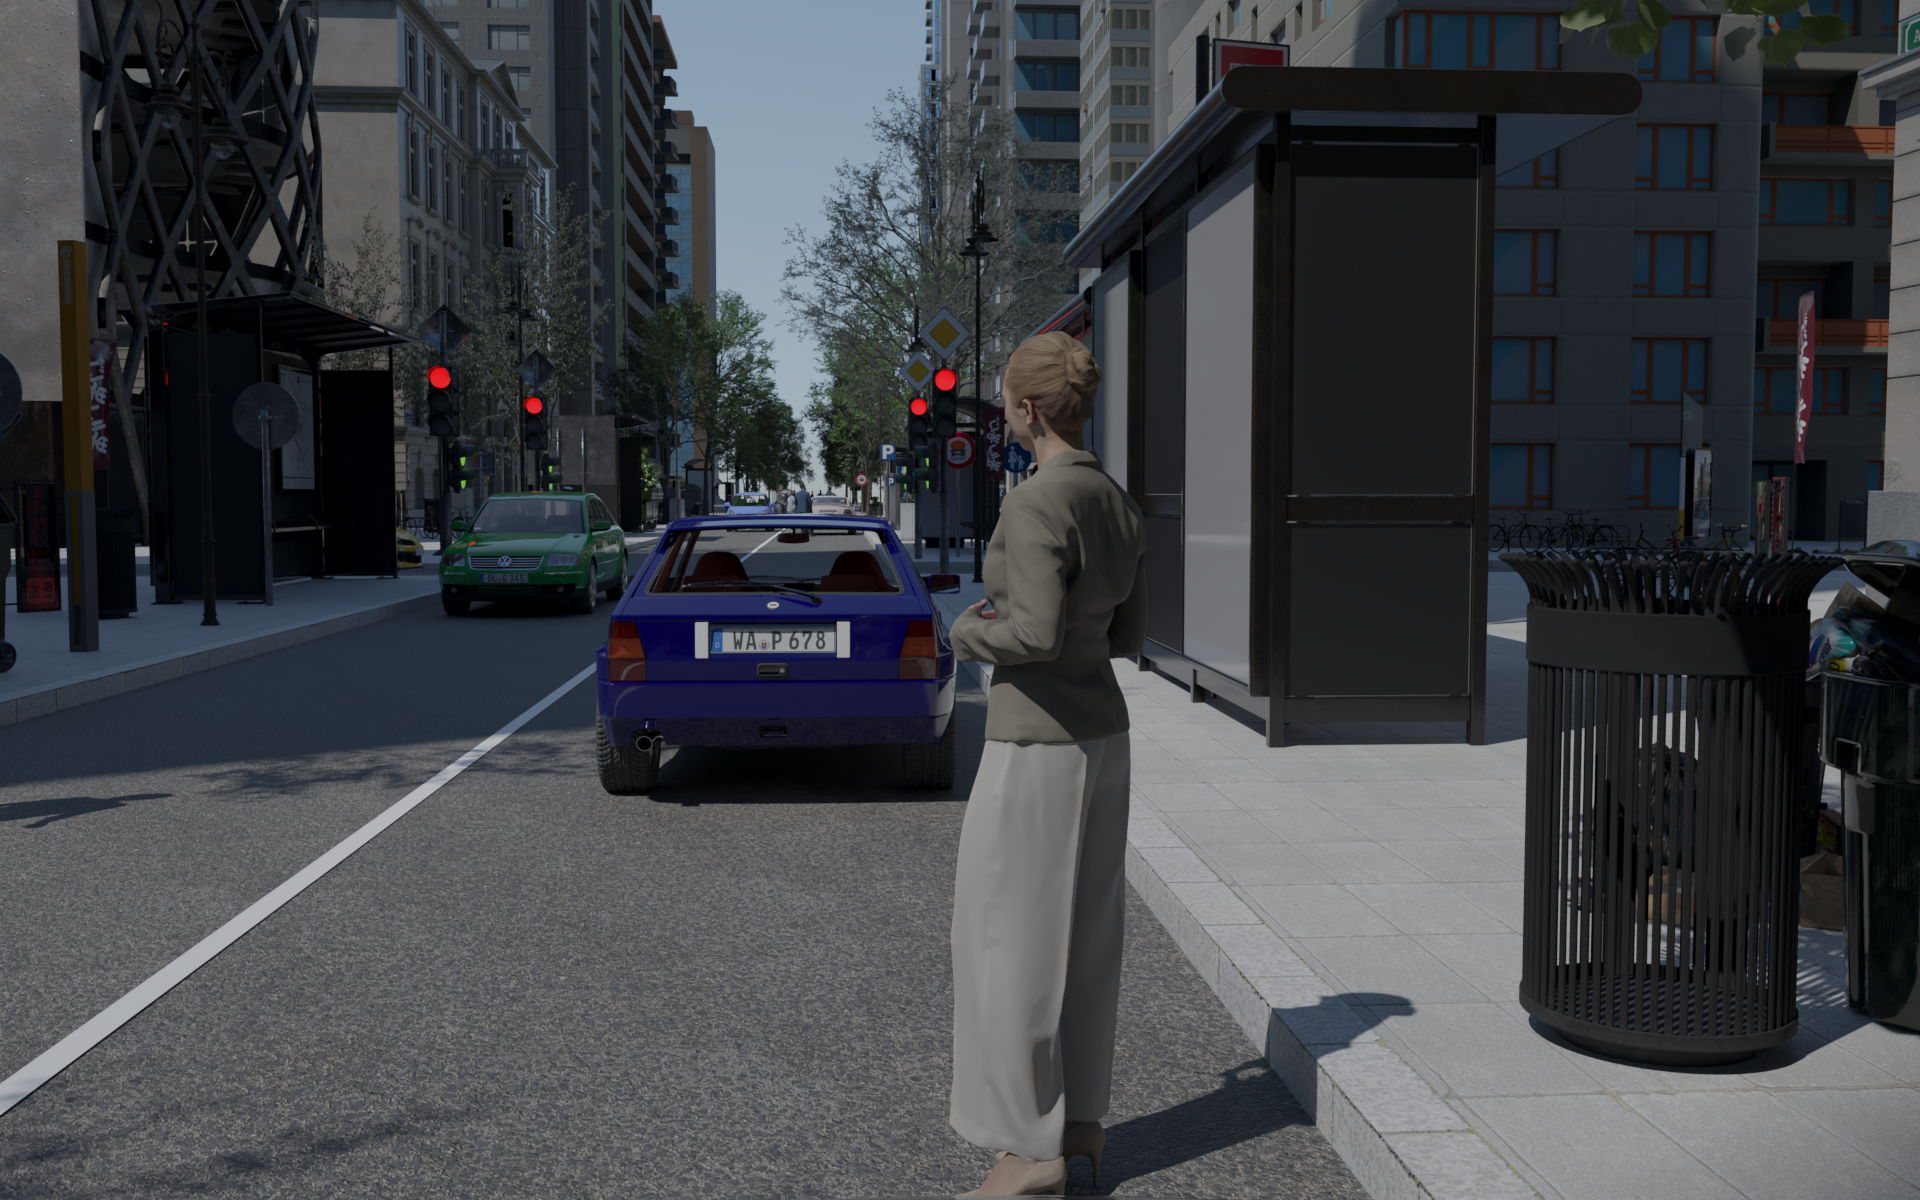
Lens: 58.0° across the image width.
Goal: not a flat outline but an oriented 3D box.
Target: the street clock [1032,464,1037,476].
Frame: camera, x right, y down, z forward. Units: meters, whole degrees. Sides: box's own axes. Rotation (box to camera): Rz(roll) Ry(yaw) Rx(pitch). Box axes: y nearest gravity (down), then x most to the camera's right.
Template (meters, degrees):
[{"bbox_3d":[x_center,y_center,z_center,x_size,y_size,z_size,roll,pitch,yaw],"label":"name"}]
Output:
[{"bbox_3d":[1.964,-2.291,42.027,0.358,2.002,0.471,-2,4,-32],"label":"street clock"}]

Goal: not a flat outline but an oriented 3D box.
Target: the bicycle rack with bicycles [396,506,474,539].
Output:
[{"bbox_3d":[-14.901,-2.242,50.045,2.852,0.926,2.925,-3,5,-43],"label":"bicycle rack with bicycles"}]

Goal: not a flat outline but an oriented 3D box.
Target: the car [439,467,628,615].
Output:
[{"bbox_3d":[-5.338,-0.810,22.035,1.959,1.807,4.718,0,4,-3],"label":"car"}]

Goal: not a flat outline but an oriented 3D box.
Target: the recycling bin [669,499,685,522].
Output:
[{"bbox_3d":[-14.534,-4.675,88.995,0.722,1.027,0.722,-1,4,-9],"label":"recycling bin"}]

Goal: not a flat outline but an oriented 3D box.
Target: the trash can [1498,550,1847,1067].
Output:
[{"bbox_3d":[1.642,0.464,4.063,0.748,1.137,0.748,0,3,0],"label":"trash can"}]

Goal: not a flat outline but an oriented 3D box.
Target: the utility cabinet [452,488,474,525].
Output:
[{"bbox_3d":[-17.304,-3.147,60.137,0.318,1.500,1.173,-3,5,-44],"label":"utility cabinet"}]

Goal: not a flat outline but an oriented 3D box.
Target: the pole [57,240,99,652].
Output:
[{"bbox_3d":[-7.151,-1.236,14.045,0.158,3.312,0.155,0,3,0],"label":"pole"}]

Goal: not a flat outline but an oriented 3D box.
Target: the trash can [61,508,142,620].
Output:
[{"bbox_3d":[-8.842,-0.381,17.881,0.748,1.137,0.748,0,3,0],"label":"trash can"}]

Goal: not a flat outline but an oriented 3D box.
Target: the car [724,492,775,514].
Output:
[{"bbox_3d":[-8.045,-3.485,66.577,1.945,1.707,3.694,0,4,-3],"label":"car"}]

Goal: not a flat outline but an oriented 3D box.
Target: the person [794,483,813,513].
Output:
[{"bbox_3d":[-5.232,-3.034,58.286,0.721,1.800,0.419,0,4,6],"label":"person"}]

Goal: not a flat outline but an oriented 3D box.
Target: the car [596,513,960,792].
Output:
[{"bbox_3d":[-0.943,0.176,9.698,1.945,1.354,3.894,0,4,-3],"label":"car"}]

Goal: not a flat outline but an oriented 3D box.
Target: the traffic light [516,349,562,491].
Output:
[{"bbox_3d":[-8.183,-2.732,33.596,0.839,4.253,0.868,0,4,-4],"label":"traffic light"}]

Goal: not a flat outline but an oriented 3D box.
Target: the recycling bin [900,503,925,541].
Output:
[{"bbox_3d":[-1.204,-2.148,47.674,0.722,1.027,0.722,1,4,14],"label":"recycling bin"}]

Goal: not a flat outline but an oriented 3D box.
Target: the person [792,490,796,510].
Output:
[{"bbox_3d":[-15.363,-9.294,160.460,1.348,1.823,0.705,-3,5,-40],"label":"person"}]

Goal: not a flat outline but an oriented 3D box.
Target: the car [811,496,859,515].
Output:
[{"bbox_3d":[-4.640,-3.030,61.897,2.083,1.381,4.827,0,4,-3],"label":"car"}]

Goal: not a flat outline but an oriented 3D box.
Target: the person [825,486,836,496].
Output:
[{"bbox_3d":[-6.745,-4.939,89.244,0.794,1.824,0.713,1,4,13],"label":"person"}]

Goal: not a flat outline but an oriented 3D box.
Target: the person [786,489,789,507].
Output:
[{"bbox_3d":[-14.479,-8.472,146.892,0.599,1.838,0.709,-2,4,-24],"label":"person"}]

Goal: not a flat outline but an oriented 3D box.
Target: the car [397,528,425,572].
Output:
[{"bbox_3d":[-11.124,-1.162,29.224,3.980,1.641,2.015,0,4,-3],"label":"car"}]

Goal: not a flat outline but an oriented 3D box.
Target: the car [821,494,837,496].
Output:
[{"bbox_3d":[-10.311,-7.612,136.258,2.131,1.459,4.920,0,4,-3],"label":"car"}]

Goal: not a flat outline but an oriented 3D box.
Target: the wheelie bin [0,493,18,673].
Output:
[{"bbox_3d":[-7.194,-0.270,12.321,0.980,1.594,0.693,2,4,25],"label":"wheelie bin"}]

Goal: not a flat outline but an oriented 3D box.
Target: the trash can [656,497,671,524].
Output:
[{"bbox_3d":[-12.640,-3.785,73.546,0.748,1.137,0.748,0,3,0],"label":"trash can"}]

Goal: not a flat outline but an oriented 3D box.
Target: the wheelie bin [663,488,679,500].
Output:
[{"bbox_3d":[-14.530,-4.818,86.678,0.980,1.594,0.693,0,4,1],"label":"wheelie bin"}]

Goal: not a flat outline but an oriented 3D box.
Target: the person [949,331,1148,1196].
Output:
[{"bbox_3d":[0.161,0.334,3.582,0.362,1.759,0.519,2,4,33],"label":"person"}]

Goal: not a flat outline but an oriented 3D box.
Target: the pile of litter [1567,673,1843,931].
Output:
[{"bbox_3d":[2.757,0.517,5.517,1.719,0.858,1.176,0,4,2],"label":"pile of litter"}]

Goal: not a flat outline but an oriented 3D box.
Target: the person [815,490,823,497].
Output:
[{"bbox_3d":[-12.084,-8.648,149.914,1.348,1.822,0.705,-1,4,-17],"label":"person"}]

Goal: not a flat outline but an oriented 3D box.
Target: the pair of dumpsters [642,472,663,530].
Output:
[{"bbox_3d":[-11.638,-3.655,62.257,1.574,2.255,4.437,0,4,-4],"label":"pair of dumpsters"}]

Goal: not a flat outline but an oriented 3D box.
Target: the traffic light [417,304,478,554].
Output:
[{"bbox_3d":[-7.597,-2.245,25.633,0.839,4.253,0.868,0,4,-4],"label":"traffic light"}]

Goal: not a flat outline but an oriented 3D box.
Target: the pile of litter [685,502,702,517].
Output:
[{"bbox_3d":[-14.371,-4.928,94.534,1.719,0.858,1.176,1,4,15],"label":"pile of litter"}]

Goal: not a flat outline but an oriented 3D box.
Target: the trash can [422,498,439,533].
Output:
[{"bbox_3d":[-17.547,-2.820,57.754,0.748,1.137,0.748,0,3,0],"label":"trash can"}]

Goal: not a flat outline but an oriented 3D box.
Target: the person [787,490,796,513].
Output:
[{"bbox_3d":[-6.409,-3.384,65.637,0.330,1.601,0.589,-2,4,-27],"label":"person"}]

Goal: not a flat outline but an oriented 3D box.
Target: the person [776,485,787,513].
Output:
[{"bbox_3d":[-7.007,-3.683,68.996,0.573,1.790,0.520,2,4,28],"label":"person"}]

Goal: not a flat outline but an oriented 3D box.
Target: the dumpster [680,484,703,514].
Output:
[{"bbox_3d":[-15.044,-5.583,97.032,1.264,1.857,1.865,0,4,-4],"label":"dumpster"}]

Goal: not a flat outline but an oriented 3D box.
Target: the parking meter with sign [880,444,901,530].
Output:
[{"bbox_3d":[-2.369,-3.979,61.314,0.543,3.016,1.738,1,4,10],"label":"parking meter with sign"}]

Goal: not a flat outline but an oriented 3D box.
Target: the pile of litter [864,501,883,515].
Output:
[{"bbox_3d":[-5.067,-5.596,105.464,1.719,0.858,1.176,-1,4,-17],"label":"pile of litter"}]

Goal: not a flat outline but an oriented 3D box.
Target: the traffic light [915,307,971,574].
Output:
[{"bbox_3d":[-0.257,-2.279,26.187,0.839,4.253,0.868,0,4,-4],"label":"traffic light"}]

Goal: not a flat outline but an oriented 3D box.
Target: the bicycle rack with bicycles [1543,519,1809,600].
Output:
[{"bbox_3d":[8.836,-0.469,21.053,2.925,0.926,2.852,1,4,12],"label":"bicycle rack with bicycles"}]

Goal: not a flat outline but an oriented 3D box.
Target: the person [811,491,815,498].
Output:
[{"bbox_3d":[-18.145,-12.527,213.255,0.705,1.831,1.348,-2,4,-28],"label":"person"}]

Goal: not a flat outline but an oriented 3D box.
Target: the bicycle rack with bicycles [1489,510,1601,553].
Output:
[{"bbox_3d":[13.249,-1.483,37.628,2.852,0.926,2.925,-2,4,-25],"label":"bicycle rack with bicycles"}]

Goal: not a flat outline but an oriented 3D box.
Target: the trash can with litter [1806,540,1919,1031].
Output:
[{"bbox_3d":[2.655,0.435,4.275,1.055,1.170,0.624,0,4,-3],"label":"trash can with litter"}]

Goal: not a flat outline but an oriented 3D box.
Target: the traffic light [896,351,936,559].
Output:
[{"bbox_3d":[-0.843,-2.766,34.150,0.839,4.253,0.868,0,4,-4],"label":"traffic light"}]

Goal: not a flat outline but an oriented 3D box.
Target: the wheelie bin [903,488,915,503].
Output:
[{"bbox_3d":[-1.718,-3.514,65.356,0.980,1.594,0.693,-2,4,-33],"label":"wheelie bin"}]
